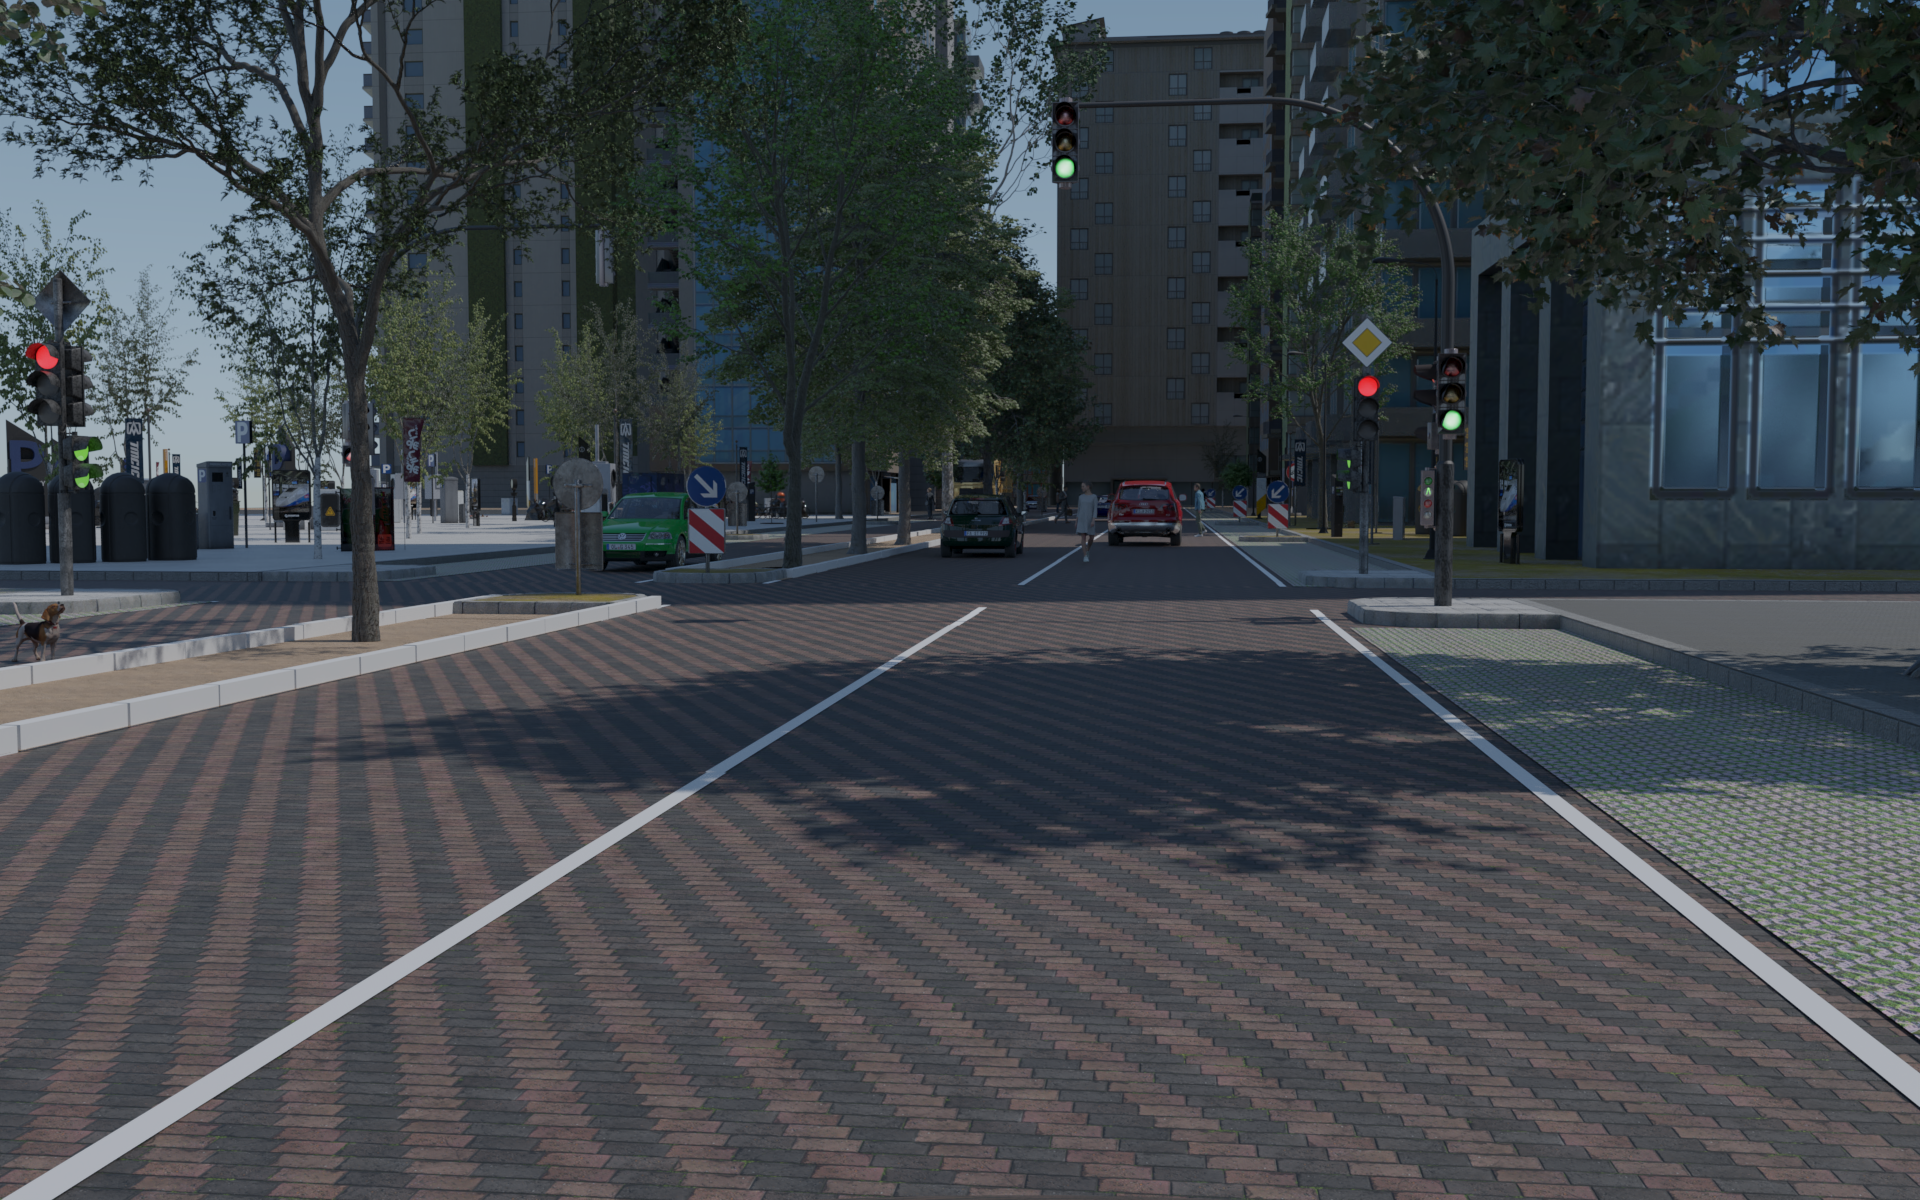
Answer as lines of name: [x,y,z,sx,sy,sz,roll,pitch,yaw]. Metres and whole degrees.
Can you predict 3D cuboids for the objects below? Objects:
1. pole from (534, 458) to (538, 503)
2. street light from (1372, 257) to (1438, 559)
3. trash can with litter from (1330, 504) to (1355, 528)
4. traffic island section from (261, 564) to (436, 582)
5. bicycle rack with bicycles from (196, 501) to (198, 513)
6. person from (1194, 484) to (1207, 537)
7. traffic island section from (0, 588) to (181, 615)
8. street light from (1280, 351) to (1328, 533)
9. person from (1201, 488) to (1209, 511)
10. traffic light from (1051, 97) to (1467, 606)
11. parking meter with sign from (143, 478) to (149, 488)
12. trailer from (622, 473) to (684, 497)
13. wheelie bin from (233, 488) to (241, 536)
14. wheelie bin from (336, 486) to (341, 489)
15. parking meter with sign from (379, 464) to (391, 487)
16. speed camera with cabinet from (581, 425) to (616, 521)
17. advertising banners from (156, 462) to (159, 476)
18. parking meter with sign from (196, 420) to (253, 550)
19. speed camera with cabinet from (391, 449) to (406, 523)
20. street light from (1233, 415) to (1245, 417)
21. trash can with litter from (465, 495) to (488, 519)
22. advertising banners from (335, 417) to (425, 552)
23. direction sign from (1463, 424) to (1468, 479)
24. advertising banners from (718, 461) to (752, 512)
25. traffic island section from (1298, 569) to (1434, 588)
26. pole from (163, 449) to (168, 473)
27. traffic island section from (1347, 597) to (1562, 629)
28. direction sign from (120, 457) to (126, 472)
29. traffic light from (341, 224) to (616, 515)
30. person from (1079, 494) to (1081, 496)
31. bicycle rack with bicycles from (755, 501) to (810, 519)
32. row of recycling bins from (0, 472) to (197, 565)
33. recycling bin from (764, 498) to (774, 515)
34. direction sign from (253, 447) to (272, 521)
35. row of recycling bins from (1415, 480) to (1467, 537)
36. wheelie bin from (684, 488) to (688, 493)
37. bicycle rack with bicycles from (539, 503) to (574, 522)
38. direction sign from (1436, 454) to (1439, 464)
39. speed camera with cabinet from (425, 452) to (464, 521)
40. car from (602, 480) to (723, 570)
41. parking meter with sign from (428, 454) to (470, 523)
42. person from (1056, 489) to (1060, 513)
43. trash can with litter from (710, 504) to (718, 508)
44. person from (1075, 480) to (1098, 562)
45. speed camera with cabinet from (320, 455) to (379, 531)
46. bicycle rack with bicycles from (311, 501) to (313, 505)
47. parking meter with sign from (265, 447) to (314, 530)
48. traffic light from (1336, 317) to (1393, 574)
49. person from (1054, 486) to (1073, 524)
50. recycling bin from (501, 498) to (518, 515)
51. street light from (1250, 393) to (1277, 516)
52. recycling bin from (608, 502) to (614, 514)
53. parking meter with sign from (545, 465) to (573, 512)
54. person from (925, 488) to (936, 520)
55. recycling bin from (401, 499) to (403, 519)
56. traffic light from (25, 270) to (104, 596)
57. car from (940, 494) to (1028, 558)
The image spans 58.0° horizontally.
pole: [-24.263,-6.436,99.074,0.158,3.312,0.155,0,3,0]
street light: [8.765,-3.760,34.017,1.470,5.913,1.316,0,4,7]
trash can with litter: [14.453,-3.293,65.231,1.055,1.170,0.624,1,4,12]
traffic island section: [-10.366,-0.463,29.847,2.009,0.180,2.903,0,4,7]
bicycle rack with bicycles: [-37.835,-4.452,86.173,2.852,0.926,2.925,-3,4,-36]
person: [8.037,-3.005,57.977,0.444,1.785,0.601,2,4,31]
traffic island section: [-11.310,0.022,21.918,2.009,0.180,2.903,0,4,7]
street light: [11.341,-5.134,56.490,1.470,5.913,1.316,0,4,7]
person: [18.604,-7.603,132.439,1.348,1.869,0.705,3,4,37]
traffic light: [3.435,-2.767,19.907,4.771,5.953,1.251,0,4,7]
parking meter with sign: [-39.252,-5.343,83.612,1.738,3.016,0.543,-2,4,-23]
trailer: [-8.472,-2.445,47.030,1.471,1.999,3.904,0,4,7]
wheelie bin: [-22.583,-2.779,53.351,0.980,1.594,0.693,3,5,45]
wheelie bin: [-24.039,-3.614,66.996,0.693,1.594,0.980,-1,4,-10]
parking meter with sign: [-33.740,-6.433,101.447,0.543,3.016,1.738,-2,4,-29]
speed camera with cabinet: [-10.162,-3.326,48.716,0.660,3.252,2.038,0,4,1]
advertising banners: [-43.415,-5.936,93.236,0.090,3.025,2.074,0,4,-6]
parking meter with sign: [-17.425,-2.703,40.453,0.543,3.016,1.738,2,4,32]
speed camera with cabinet: [-25.261,-5.077,77.348,0.660,3.252,2.038,-2,4,-34]
street light: [16.707,-7.899,101.684,1.470,5.913,1.316,0,4,7]
trash can with litter: [-26.807,-5.222,96.442,1.678,1.210,2.233,1,4,9]
advertising banners: [-13.060,-2.625,39.102,2.074,3.025,0.090,-3,5,-39]
direction sign: [16.569,-3.941,56.435,0.379,3.537,0.876,3,4,37]
advertising banners: [-11.923,-5.828,91.467,2.074,3.025,0.090,1,4,16]
traffic island section: [6.506,-0.340,27.839,2.009,0.180,2.903,0,4,7]
pole: [-35.928,-5.170,78.379,0.158,3.312,0.155,0,3,0]
traffic island section: [5.561,0.145,19.910,2.009,0.180,2.903,0,4,7]
direction sign: [-51.589,-7.026,106.870,0.876,3.537,0.379,3,5,41]
traffic light: [-8.239,-3.353,29.495,4.771,5.953,1.251,0,4,7]
person: [10.117,-8.166,145.278,0.557,1.426,1.065,1,4,17]
bicycle rack with bicycles: [-9.507,-4.628,89.051,2.925,0.926,2.852,1,4,22]
row of recycling bins: [-16.247,-1.563,32.669,3.534,1.692,1.069,-3,5,-44]
recycling bin: [-11.488,-5.663,105.150,0.722,1.027,0.722,-1,4,-12]
direction sign: [-33.652,-5.604,83.626,0.876,3.537,0.379,0,4,4]
row of recycling bins: [15.110,-2.852,53.735,1.069,1.692,3.534,0,4,-6]
wheelie bin: [-13.877,-4.796,86.329,0.980,1.594,0.693,2,4,27]
bicycle rack with bicycles: [-18.032,-4.097,80.366,2.925,0.926,2.852,-1,4,-21]
direction sign: [15.607,-3.940,56.419,0.379,3.537,0.876,-1,4,-14]
speed camera with cabinet: [-24.605,-5.399,82.608,0.660,3.252,2.038,2,4,26]
car: [-5.893,-1.527,33.765,1.959,1.807,4.718,0,4,7]
parking meter with sign: [-22.434,-4.883,76.094,0.543,3.016,1.738,3,5,43]
person: [7.547,-7.600,132.846,0.705,1.814,1.350,0,4,-1]
trash can with litter: [-9.041,-3.030,60.920,1.055,1.170,0.624,-1,4,-12]
person: [2.685,-1.693,36.930,0.466,1.731,0.760,0,4,-6]
speed camera with cabinet: [-21.503,-4.066,60.821,2.038,3.252,0.660,-1,4,-10]
bicycle rack with bicycles: [-33.234,-4.745,90.966,2.925,0.926,2.852,1,4,11]
parking meter with sign: [-23.828,-4.016,61.926,1.738,3.016,0.543,-2,4,-33]
traffic light: [6.468,-2.374,27.730,0.839,4.253,0.868,0,4,7]
person: [5.026,-4.635,84.243,0.822,1.834,0.622,1,4,21]
recycling bin: [-27.794,-5.769,106.880,0.722,1.027,0.722,2,4,30]
street light: [14.151,-6.524,79.208,1.470,5.913,1.316,0,4,7]
recycling bin: [-20.294,-5.344,99.927,0.722,1.027,0.722,1,4,16]
parking meter with sign: [-23.734,-6.518,102.828,1.738,3.016,0.543,2,4,26]
person: [-1.664,-5.429,97.690,0.534,1.772,0.576,2,4,27]
recycling bin: [-28.738,-4.606,87.865,0.722,1.027,0.722,-3,4,-37]
traffic light: [-11.272,-2.010,21.778,0.839,4.253,0.868,0,4,7]
car: [0.551,-1.875,40.436,2.009,1.686,4.222,0,4,6]
